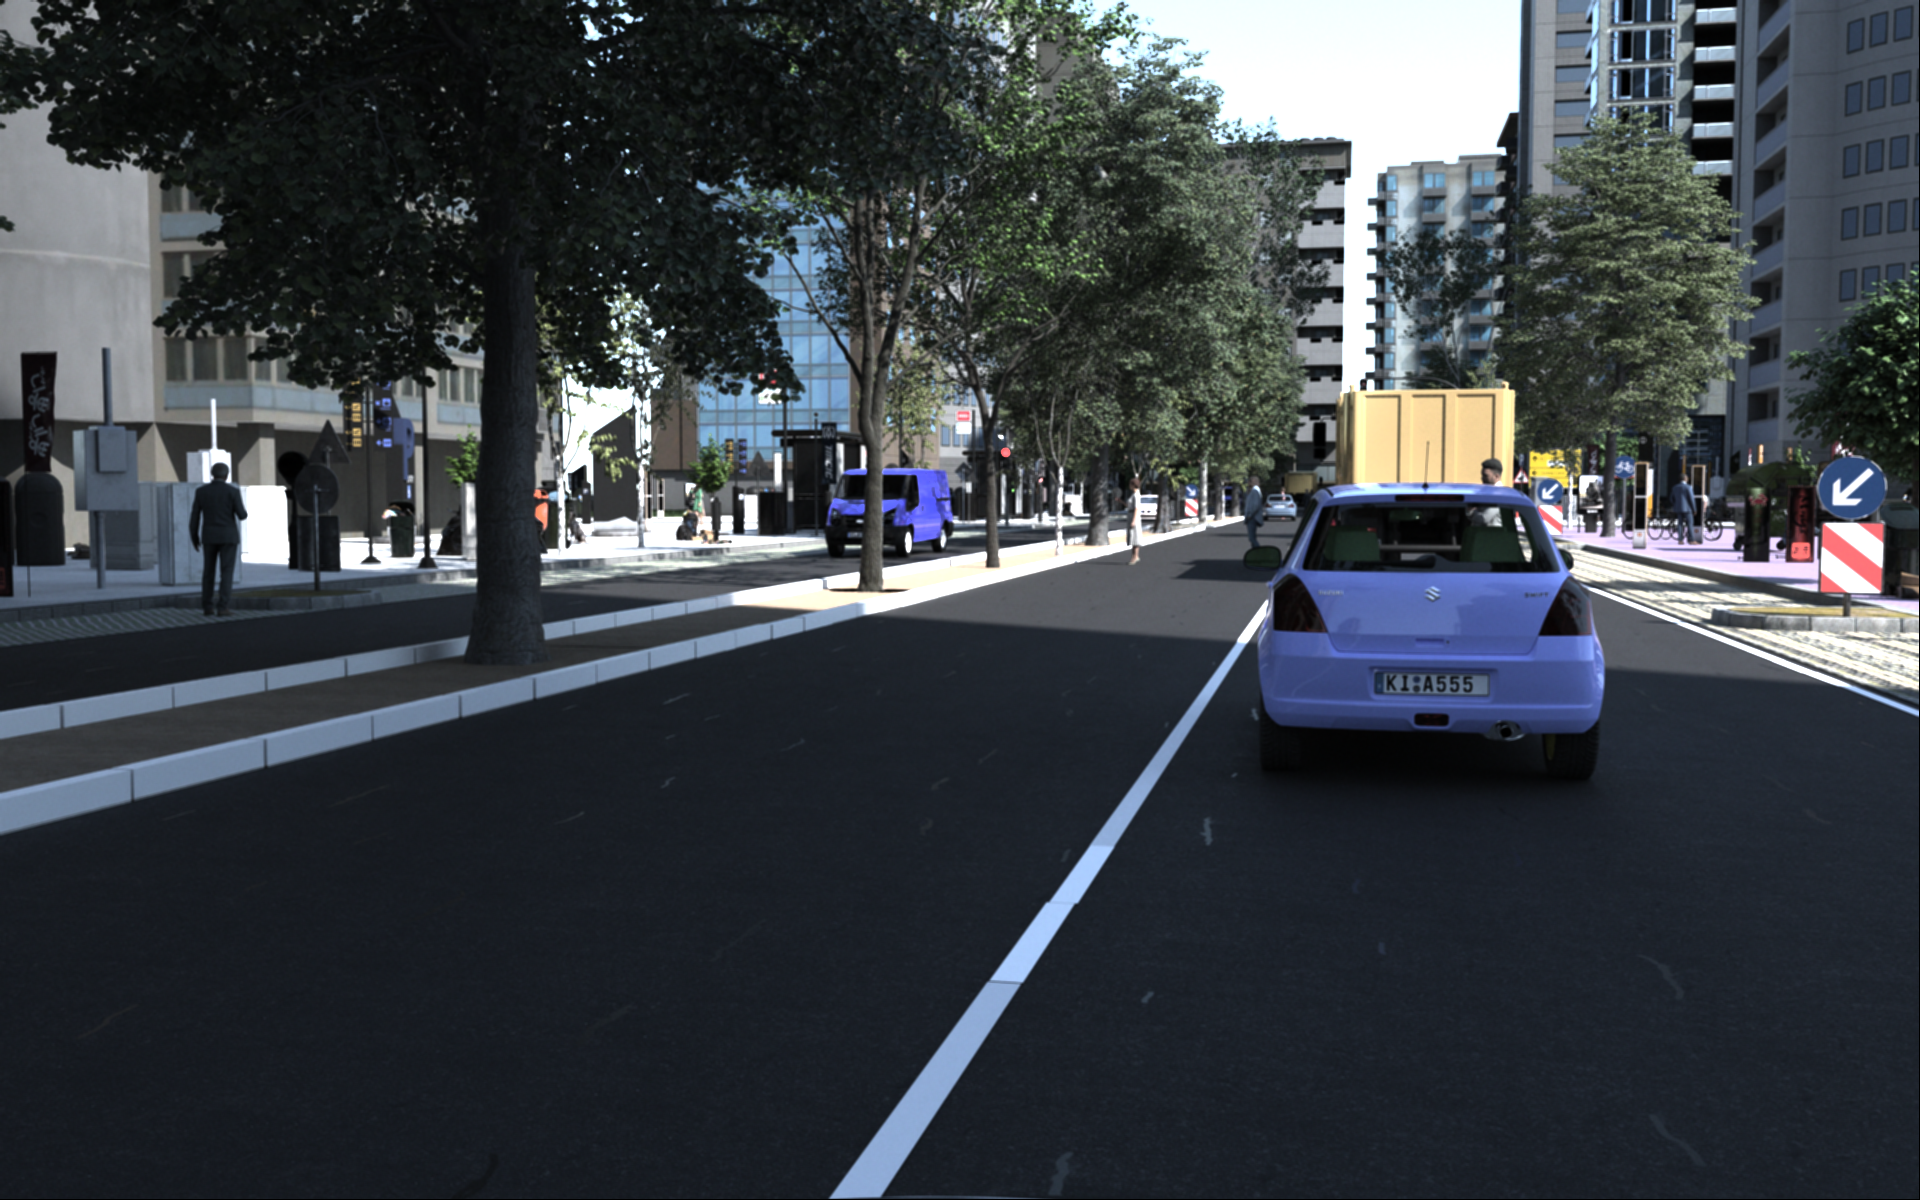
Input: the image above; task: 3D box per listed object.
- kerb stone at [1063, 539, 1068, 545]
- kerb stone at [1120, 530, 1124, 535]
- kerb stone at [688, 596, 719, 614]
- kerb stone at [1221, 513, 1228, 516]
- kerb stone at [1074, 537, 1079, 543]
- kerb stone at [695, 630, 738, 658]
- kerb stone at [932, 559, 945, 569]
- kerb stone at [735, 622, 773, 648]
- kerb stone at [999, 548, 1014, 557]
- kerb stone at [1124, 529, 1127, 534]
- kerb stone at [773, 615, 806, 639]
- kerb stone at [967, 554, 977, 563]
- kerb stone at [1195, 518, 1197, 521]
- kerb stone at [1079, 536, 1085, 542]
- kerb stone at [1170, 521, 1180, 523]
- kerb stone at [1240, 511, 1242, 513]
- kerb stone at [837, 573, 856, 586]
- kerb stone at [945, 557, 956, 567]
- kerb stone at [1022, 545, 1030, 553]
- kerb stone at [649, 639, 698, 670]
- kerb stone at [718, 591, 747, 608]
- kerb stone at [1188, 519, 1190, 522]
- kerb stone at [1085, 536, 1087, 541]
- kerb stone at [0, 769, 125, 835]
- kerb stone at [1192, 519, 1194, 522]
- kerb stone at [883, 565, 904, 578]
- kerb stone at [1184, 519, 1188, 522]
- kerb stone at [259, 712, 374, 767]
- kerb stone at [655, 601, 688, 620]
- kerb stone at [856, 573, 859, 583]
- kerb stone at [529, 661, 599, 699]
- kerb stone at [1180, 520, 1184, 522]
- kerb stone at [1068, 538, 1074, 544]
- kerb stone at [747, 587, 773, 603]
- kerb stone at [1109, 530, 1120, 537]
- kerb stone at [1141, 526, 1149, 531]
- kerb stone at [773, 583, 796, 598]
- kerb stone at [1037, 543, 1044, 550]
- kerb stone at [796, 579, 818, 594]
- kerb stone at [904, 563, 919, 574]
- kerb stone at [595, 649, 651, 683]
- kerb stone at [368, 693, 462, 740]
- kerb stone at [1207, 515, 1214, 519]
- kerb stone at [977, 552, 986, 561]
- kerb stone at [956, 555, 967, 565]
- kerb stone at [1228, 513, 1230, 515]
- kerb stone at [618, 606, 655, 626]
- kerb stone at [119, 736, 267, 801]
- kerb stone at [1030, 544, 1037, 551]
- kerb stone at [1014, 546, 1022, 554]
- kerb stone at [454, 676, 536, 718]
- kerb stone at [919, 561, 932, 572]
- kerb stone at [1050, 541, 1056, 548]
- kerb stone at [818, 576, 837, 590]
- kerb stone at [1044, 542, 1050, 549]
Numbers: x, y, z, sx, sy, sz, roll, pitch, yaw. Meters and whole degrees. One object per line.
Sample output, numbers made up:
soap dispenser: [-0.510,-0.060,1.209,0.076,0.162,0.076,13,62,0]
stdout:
kerb stone: [2.802,-1.582,48.066,0.120,0.150,1.000,1,4,12]
kerb stone: [5.474,-2.311,60.084,0.120,0.150,1.000,1,4,12]
kerb stone: [-3.191,0.076,21.045,0.120,0.150,1.000,1,4,12]
kerb stone: [17.356,-5.594,113.662,0.120,0.150,1.000,1,4,12]
kerb stone: [3.241,-1.697,50.064,0.120,0.150,1.000,1,4,12]
kerb stone: [-2.247,0.404,15.586,0.120,0.150,1.000,1,4,12]
kerb stone: [-0.514,-0.661,33.076,0.120,0.150,1.000,1,4,12]
kerb stone: [-2.030,0.343,16.589,0.120,0.150,1.000,1,4,12]
kerb stone: [1.029,-1.094,40.077,0.120,0.150,1.000,1,4,12]
kerb stone: [5.696,-2.378,61.081,0.120,0.150,1.000,1,4,12]
kerb stone: [-1.800,0.289,17.600,0.120,0.150,1.000,1,4,12]
kerb stone: [0.146,-0.849,36.070,0.120,0.150,1.000,1,4,12]
kerb stone: [12.021,-4.123,89.636,0.120,0.150,1.000,1,4,12]
kerb stone: [3.471,-1.758,51.059,0.120,0.150,1.000,1,4,12]
kerb stone: [10.024,-3.574,80.626,0.120,0.150,1.000,1,4,12]
kerb stone: [22.246,-6.942,135.698,0.120,0.150,1.000,1,4,12]
kerb stone: [-1.861,-0.297,27.049,0.120,0.150,1.000,1,4,12]
kerb stone: [-0.297,-0.727,34.074,0.120,0.150,1.000,1,4,12]
kerb stone: [1.479,-1.216,42.071,0.120,0.150,1.000,1,4,12]
kerb stone: [-2.472,0.465,14.589,0.120,0.150,1.000,1,4,12]
kerb stone: [-2.972,0.009,22.043,0.120,0.150,1.000,1,4,12]
kerb stone: [11.134,-3.880,85.629,0.120,0.150,1.000,1,4,12]
kerb stone: [3.689,-1.827,52.061,0.120,0.150,1.000,1,4,12]
kerb stone: [-4.023,0.894,7.582,0.120,0.150,1.000,1,4,12]
kerb stone: [11.588,-4.002,87.628,0.120,0.150,1.000,1,4,12]
kerb stone: [-1.193,-0.480,30.055,0.120,0.150,1.000,1,4,12]
kerb stone: [10.919,-3.818,84.617,0.120,0.150,1.000,1,4,12]
kerb stone: [-3.581,0.772,9.578,0.120,0.150,1.000,1,4,12]
kerb stone: [-3.416,0.133,20.043,0.120,0.150,1.000,1,4,12]
kerb stone: [-1.638,-0.359,28.059,0.120,0.150,1.000,1,4,12]
kerb stone: [-2.911,0.587,12.592,0.120,0.150,1.000,1,4,12]
kerb stone: [10.474,-3.696,82.621,0.120,0.150,1.000,1,4,12]
kerb stone: [3.030,-1.643,49.063,0.120,0.150,1.000,1,4,12]
kerb stone: [-2.743,-0.052,23.050,0.120,0.150,1.000,1,4,12]
kerb stone: [5.248,-2.256,59.079,0.120,0.150,1.000,1,4,12]
kerb stone: [7.246,-2.802,68.077,0.120,0.150,1.000,1,4,12]
kerb stone: [-2.520,-0.112,24.047,0.120,0.150,1.000,1,4,12]
kerb stone: [1.919,-1.338,44.072,0.120,0.150,1.000,1,4,12]
kerb stone: [-2.297,-0.174,25.045,0.120,0.150,1.000,1,4,12]
kerb stone: [-0.968,-0.542,31.058,0.120,0.150,1.000,1,4,12]
kerb stone: [-2.695,0.526,13.592,0.120,0.150,1.000,1,4,12]
kerb stone: [-3.364,0.714,10.576,0.120,0.150,1.000,1,4,12]
kerb stone: [14.915,-4.920,102.640,0.120,0.150,1.000,1,4,12]
kerb stone: [0.362,-0.906,37.074,0.120,0.150,1.000,1,4,12]
kerb stone: [-0.069,-0.787,35.071,0.120,0.150,1.000,1,4,12]
kerb stone: [18.028,-5.775,116.666,0.120,0.150,1.000,1,4,12]
kerb stone: [-3.636,0.193,19.042,0.120,0.150,1.000,1,4,12]
kerb stone: [-3.806,0.833,8.580,0.120,0.150,1.000,1,4,12]
kerb stone: [1.695,-1.277,43.075,0.120,0.150,1.000,1,4,12]
kerb stone: [1.249,-1.155,41.075,0.120,0.150,1.000,1,4,12]
kerb stone: [-3.138,0.652,11.580,0.120,0.150,1.000,1,4,12]
kerb stone: [-0.745,-0.604,32.065,0.120,0.150,1.000,1,4,12]
kerb stone: [2.358,-1.460,46.069,0.120,0.150,1.000,1,4,12]
kerb stone: [-2.086,-0.235,26.046,0.120,0.150,1.000,1,4,12]
kerb stone: [2.135,-1.396,45.071,0.120,0.150,1.000,1,4,12]
